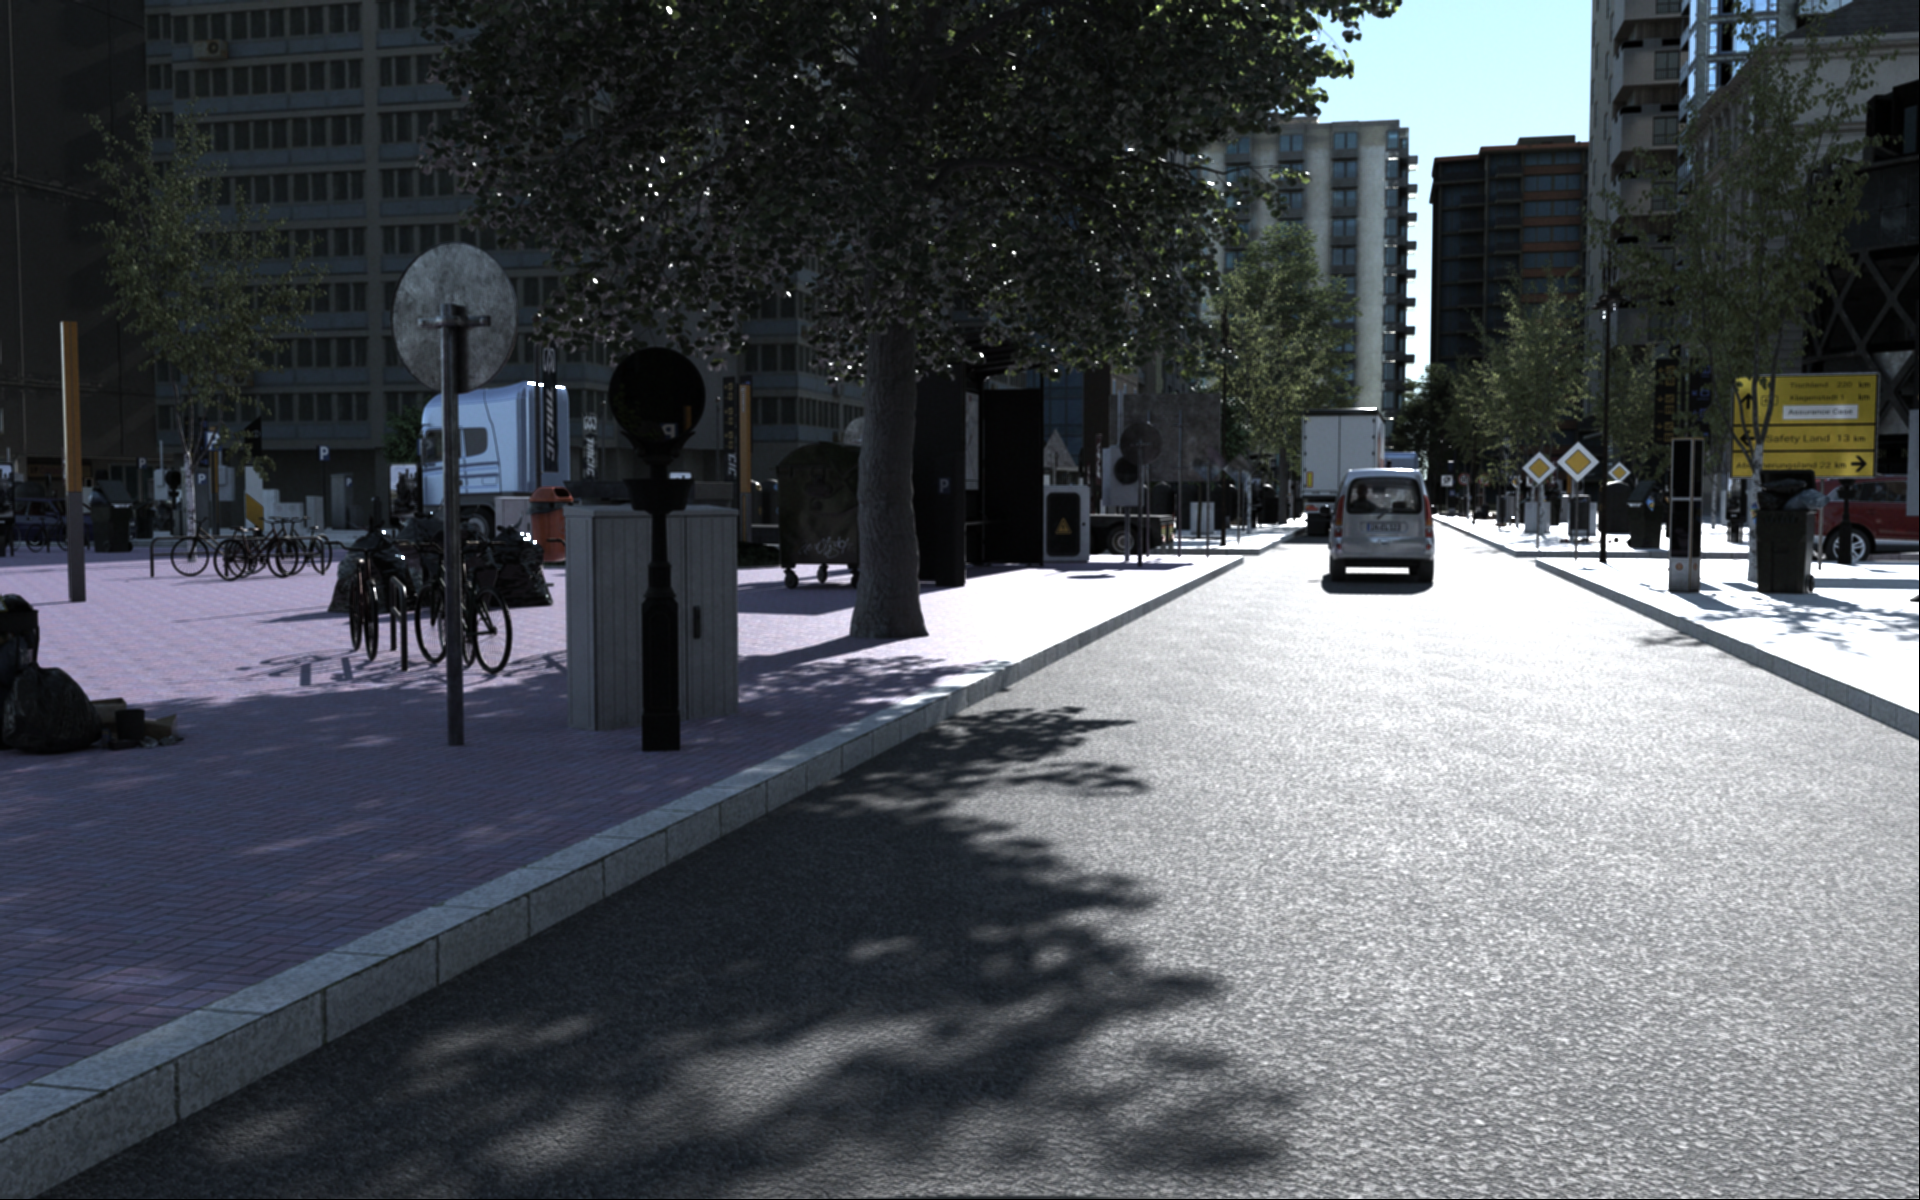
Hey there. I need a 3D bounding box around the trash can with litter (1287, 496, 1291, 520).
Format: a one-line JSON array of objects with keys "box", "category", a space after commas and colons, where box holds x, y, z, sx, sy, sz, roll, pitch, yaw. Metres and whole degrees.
[{"box": [15.961, -4.586, 86.365, 1.055, 1.170, 0.624, 0, 4, 1], "category": "trash can with litter"}]

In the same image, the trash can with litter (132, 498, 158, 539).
[{"box": [-23.434, -2.315, 49.238, 1.055, 1.170, 0.624, -3, 5, -42], "category": "trash can with litter"}]

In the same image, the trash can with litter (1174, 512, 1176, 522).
[{"box": [9.885, -4.213, 79.943, 2.233, 1.210, 1.678, -2, 4, -33], "category": "trash can with litter"}]

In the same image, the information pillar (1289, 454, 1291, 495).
[{"box": [18.601, -6.502, 97.666, 0.183, 3.616, 0.504, 1, 4, 14], "category": "information pillar"}]

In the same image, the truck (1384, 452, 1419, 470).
[{"box": [26.773, -7.083, 105.564, 2.967, 4.110, 18.799, 1, 4, 14], "category": "truck"}]

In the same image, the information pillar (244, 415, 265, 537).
[{"box": [-20.967, -3.676, 51.459, 0.504, 3.616, 0.183, -2, 4, -30], "category": "information pillar"}]

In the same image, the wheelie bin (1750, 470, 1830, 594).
[{"box": [10.752, -0.893, 22.502, 0.980, 1.594, 0.693, 3, 4, 36], "category": "wheelie bin"}]

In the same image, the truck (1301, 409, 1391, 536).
[{"box": [13.969, -4.498, 62.457, 2.839, 4.237, 11.283, 1, 4, 15], "category": "truck"}]

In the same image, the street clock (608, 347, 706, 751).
[{"box": [-1.506, -0.251, 8.677, 0.471, 2.002, 0.358, -1, 4, -8], "category": "street clock"}]

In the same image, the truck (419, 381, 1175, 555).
[{"box": [-4.458, -3.124, 40.829, 18.799, 4.110, 2.967, 1, 4, 14], "category": "truck"}]

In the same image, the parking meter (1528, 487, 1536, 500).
[{"box": [33.231, -5.804, 100.614, 0.399, 1.863, 0.255, 0, 4, 6], "category": "parking meter"}]

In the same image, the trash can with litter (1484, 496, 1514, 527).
[{"box": [21.812, -3.553, 69.151, 1.678, 1.210, 2.233, 1, 4, 23], "category": "trash can with litter"}]

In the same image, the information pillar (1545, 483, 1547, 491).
[{"box": [30.750, -5.257, 90.440, 0.304, 2.012, 0.304, 0, 4, 4], "category": "information pillar"}]

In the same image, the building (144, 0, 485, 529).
[{"box": [-16.860, -23.314, 73.065, 32.217, 40.220, 23.993, 1, 4, 13], "category": "building"}]

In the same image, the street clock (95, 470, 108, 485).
[{"box": [-25.369, -2.855, 51.246, 0.358, 2.002, 0.471, -1, 4, -9], "category": "street clock"}]

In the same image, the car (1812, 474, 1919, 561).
[{"box": [18.970, -1.570, 34.344, 5.304, 1.827, 2.281, 1, 4, 11], "category": "car"}]

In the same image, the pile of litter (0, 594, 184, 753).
[{"box": [-4.887, 0.302, 9.021, 1.719, 0.858, 1.176, 2, 4, 27], "category": "pile of litter"}]

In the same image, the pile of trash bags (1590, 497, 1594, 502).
[{"box": [37.967, -6.016, 108.109, 3.447, 1.369, 1.912, 2, 4, 32], "category": "pile of trash bags"}]

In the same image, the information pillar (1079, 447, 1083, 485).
[{"box": [6.088, -5.866, 87.262, 0.183, 3.616, 0.504, -1, 4, -14], "category": "information pillar"}]

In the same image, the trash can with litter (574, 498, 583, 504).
[{"box": [-12.667, -2.928, 58.935, 2.233, 1.210, 1.678, -3, 5, -42], "category": "trash can with litter"}]

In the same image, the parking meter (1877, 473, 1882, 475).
[{"box": [25.005, -2.529, 47.054, 0.255, 1.863, 0.399, -3, 5, -45], "category": "parking meter"}]

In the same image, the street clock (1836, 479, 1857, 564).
[{"box": [16.179, -1.654, 31.618, 0.471, 2.002, 0.358, 3, 5, 42], "category": "street clock"}]

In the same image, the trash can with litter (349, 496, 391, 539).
[{"box": [-17.184, -2.410, 50.468, 1.678, 1.210, 2.233, 0, 4, -5], "category": "trash can with litter"}]

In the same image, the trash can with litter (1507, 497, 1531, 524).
[{"box": [24.150, -3.870, 74.658, 1.055, 1.170, 0.624, 0, 4, 1], "category": "trash can with litter"}]

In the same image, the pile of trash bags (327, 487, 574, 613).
[{"box": [-5.565, -0.633, 20.100, 1.912, 1.369, 3.447, 1, 4, 21], "category": "pile of trash bags"}]

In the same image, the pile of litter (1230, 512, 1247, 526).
[{"box": [11.494, -3.478, 70.830, 1.176, 0.858, 1.719, 2, 4, 29], "category": "pile of litter"}]

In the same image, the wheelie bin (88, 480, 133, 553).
[{"box": [-18.772, -1.854, 38.226, 0.693, 1.594, 0.980, 1, 4, 20], "category": "wheelie bin"}]

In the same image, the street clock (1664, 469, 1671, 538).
[{"box": [20.876, -2.835, 50.931, 0.358, 2.002, 0.471, 1, 4, 14], "category": "street clock"}]

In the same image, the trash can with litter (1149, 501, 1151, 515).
[{"box": [10.769, -5.253, 97.270, 1.055, 1.170, 0.624, 3, 4, 36], "category": "trash can with litter"}]

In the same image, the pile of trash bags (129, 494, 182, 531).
[{"box": [-28.642, -3.142, 61.125, 3.447, 1.369, 1.912, 2, 4, 27], "category": "pile of trash bags"}]

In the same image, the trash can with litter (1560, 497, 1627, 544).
[{"box": [16.717, -2.110, 45.561, 2.233, 1.210, 1.678, -1, 4, -10], "category": "trash can with litter"}]

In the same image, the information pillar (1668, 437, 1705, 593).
[{"box": [9.477, -1.108, 22.613, 0.304, 2.012, 0.304, -3, 5, -42], "category": "information pillar"}]

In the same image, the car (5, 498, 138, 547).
[{"box": [-24.041, -2.053, 46.148, 3.894, 1.354, 1.945, 1, 4, 14], "category": "car"}]

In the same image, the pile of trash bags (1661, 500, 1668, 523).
[{"box": [31.290, -4.165, 77.857, 3.447, 1.369, 1.912, 2, 4, 30], "category": "pile of trash bags"}]

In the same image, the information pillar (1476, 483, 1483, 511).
[{"box": [33.212, -6.500, 110.761, 0.304, 2.012, 0.304, -2, 4, -24], "category": "information pillar"}]

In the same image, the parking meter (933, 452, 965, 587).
[{"box": [-0.149, -1.122, 24.057, 0.399, 1.863, 0.255, 3, 5, 40], "category": "parking meter"}]

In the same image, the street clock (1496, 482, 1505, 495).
[{"box": [29.760, -5.549, 95.301, 0.471, 2.002, 0.358, -1, 4, -9], "category": "street clock"}]

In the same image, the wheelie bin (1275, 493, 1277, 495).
[{"box": [19.443, -6.117, 107.923, 0.693, 1.594, 0.980, 0, 4, -1], "category": "wheelie bin"}]

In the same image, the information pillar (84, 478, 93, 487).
[{"box": [-40.069, -4.597, 79.652, 0.304, 2.012, 0.304, -3, 5, -39], "category": "information pillar"}]

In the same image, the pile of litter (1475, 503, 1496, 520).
[{"box": [26.451, -4.446, 86.661, 1.719, 0.858, 1.176, 0, 4, -2], "category": "pile of litter"}]

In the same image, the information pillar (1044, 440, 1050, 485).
[{"box": [3.671, -5.060, 74.086, 0.183, 3.616, 0.504, 2, 4, 35], "category": "information pillar"}]

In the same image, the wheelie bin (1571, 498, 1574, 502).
[{"box": [35.516, -5.676, 100.703, 0.980, 1.594, 0.693, 3, 5, 41], "category": "wheelie bin"}]

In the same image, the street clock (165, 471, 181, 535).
[{"box": [-24.468, -3.018, 53.922, 0.358, 2.002, 0.471, 1, 4, 18], "category": "street clock"}]

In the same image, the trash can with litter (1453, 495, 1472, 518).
[{"box": [28.042, -5.163, 95.468, 1.678, 1.210, 2.233, 1, 4, 22], "category": "trash can with litter"}]

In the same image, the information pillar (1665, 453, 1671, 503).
[{"box": [36.004, -5.913, 88.039, 0.183, 3.616, 0.504, 0, 4, 3], "category": "information pillar"}]
